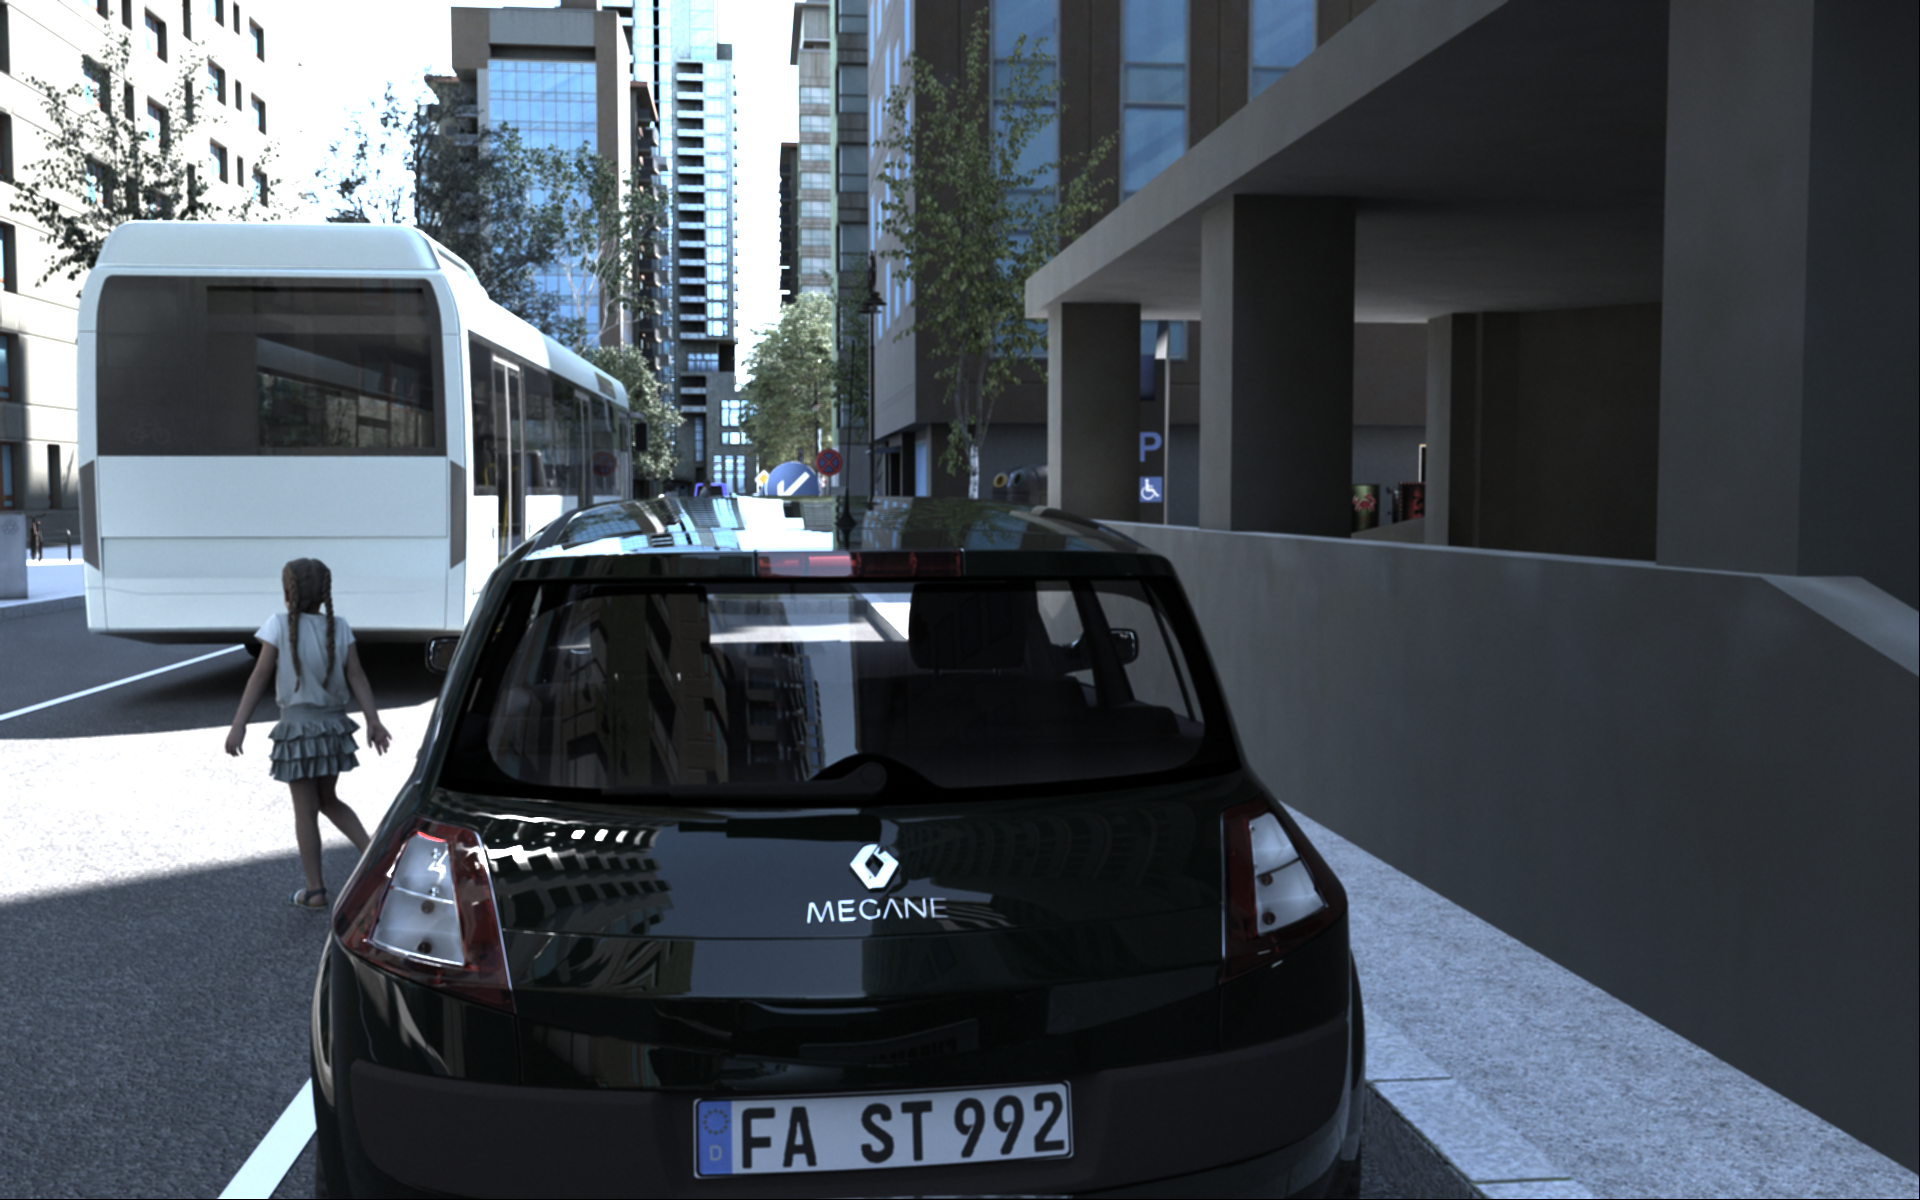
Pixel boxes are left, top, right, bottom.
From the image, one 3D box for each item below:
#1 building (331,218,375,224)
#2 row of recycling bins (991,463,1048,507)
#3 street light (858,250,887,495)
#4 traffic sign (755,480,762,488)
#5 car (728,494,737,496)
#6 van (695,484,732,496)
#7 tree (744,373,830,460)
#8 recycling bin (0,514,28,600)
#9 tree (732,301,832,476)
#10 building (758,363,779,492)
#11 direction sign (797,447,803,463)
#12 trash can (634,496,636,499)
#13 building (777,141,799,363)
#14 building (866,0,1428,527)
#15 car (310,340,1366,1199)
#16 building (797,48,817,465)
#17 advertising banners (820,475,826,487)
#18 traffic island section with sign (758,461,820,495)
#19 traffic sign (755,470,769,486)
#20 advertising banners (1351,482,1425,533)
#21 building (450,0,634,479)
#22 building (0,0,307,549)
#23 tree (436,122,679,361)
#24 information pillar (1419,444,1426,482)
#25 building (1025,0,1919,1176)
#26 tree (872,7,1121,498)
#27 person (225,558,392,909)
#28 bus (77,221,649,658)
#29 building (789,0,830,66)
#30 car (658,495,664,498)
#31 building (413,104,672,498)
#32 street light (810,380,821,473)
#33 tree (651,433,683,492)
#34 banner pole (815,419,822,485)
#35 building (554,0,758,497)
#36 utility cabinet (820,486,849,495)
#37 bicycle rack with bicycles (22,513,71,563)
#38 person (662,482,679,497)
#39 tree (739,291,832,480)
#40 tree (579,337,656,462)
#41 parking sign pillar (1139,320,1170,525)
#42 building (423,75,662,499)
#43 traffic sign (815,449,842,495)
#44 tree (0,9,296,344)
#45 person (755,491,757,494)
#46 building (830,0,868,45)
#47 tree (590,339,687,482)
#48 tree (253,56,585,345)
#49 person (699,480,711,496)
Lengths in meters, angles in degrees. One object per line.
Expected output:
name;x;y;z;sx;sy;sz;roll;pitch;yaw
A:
building;-86.333;-33.880;245.814;23.993;40.220;32.217;0;4;-7
row of recycling bins;1.045;-1.047;24.233;1.069;1.692;3.534;0;4;-4
street light;-1.669;-3.685;33.034;0.468;5.910;1.993;0;4;-7
traffic sign;-8.900;-4.578;78.498;0.795;2.450;0.064;0;4;-7
car;-18.805;-8.074;140.812;1.959;1.807;4.718;0;4;-8
van;-14.851;-6.079;103.773;2.240;2.365;5.245;0;4;-5
tree;-11.717;-11.658;125.016;8.767;10.594;7.601;0;4;7
recycling bin;-11.883;-0.530;21.226;0.722;1.027;0.722;-2;4;-35
tree;-10.280;-12.594;112.565;9.857;13.997;8.962;0;3;0
building;-15.000;-24.950;252.973;28.899;21.520;27.650;0;4;-7
direction sign;-7.769;-5.631;84.071;0.379;3.537;0.876;-1;4;-23
trash can;-28.037;-8.362;148.377;0.748;1.137;0.748;0;3;0
building;-11.210;-34.164;213.210;22.147;44.769;28.867;0;4;-7
building;5.149;-23.893;40.759;14.600;45.320;14.200;0;4;-7
car;-0.397;0.331;4.380;2.009;1.686;4.222;-1;4;-8
building;-8.236;-29.362;163.670;14.154;41.232;14.086;0;4;-7
advertising banners;-11.222;-8.367;132.983;2.074;3.025;0.090;0;4;-4
traffic island section with sign;-2.206;-0.797;21.651;1.989;1.847;2.006;0;4;-7
traffic sign;-7.970;-4.093;70.567;0.795;2.450;0.064;0;4;-7
advertising banners;5.918;-1.614;22.585;2.074;3.025;0.090;-1;4;-16
building;-37.534;-31.084;158.341;14.600;45.320;14.200;0;4;-7
building;-37.720;-12.596;50.976;28.899;21.520;27.650;0;4;-7
tree;-20.830;-14.239;88.701;12.611;20.169;13.585;0;3;0
information pillar;7.012;-1.296;25.679;0.304;2.012;0.304;-3;4;-36
building;17.162;-19.418;9.367;32.217;40.220;23.993;0;4;-7
tree;0.403;-4.712;27.399;4.737;8.622;4.395;0;3;0
person;-2.233;0.464;5.937;0.382;1.210;0.505;3;5;43
bus;-5.285;-1.437;18.353;2.948;3.499;13.247;0;4;-5
building;-3.509;-36.467;185.480;28.713;52.752;27.495;0;4;-7
car;-20.295;-6.613;120.488;2.083;1.381;4.827;0;4;-5
building;-51.267;-36.300;213.113;30.456;49.044;23.786;0;4;-7
street light;-5.848;-5.966;70.327;0.468;5.910;1.993;0;4;-7
tree;-33.937;-15.229;199.357;4.737;8.622;4.395;0;3;0
banner pole;-4.724;-4.155;57.958;0.401;3.779;0.863;-1;4;-18
building;-44.505;-57.018;244.912;31.000;86.520;22.319;0;4;-7
utility cabinet;-3.724;-2.560;50.531;0.318;1.500;1.173;2;4;34
bicycle rack with bicycles;-17.925;-1.155;32.267;2.852;0.926;2.925;-3;5;-43
person;-8.172;-2.458;49.041;0.532;1.782;0.716;3;5;44
tree;-8.640;-10.963;97.371;7.486;12.596;7.792;0;3;0
tree;-22.084;-10.353;103.691;8.767;10.594;7.601;1;4;14
parking sign pillar;2.662;-2.173;23.995;1.447;3.967;1.447;1;4;9
building;-42.677;-32.106;179.558;22.147;44.769;28.867;0;4;-7
traffic sign;-3.712;-2.991;49.003;0.768;2.556;0.104;0;4;-6
tree;-12.812;-4.719;27.526;4.360;8.622;3.978;0;3;0
person;-18.789;-9.124;158.205;0.750;1.759;0.617;1;4;14
building;2.226;-23.193;62.795;14.154;41.232;14.086;0;4;-7
tree;-25.197;-12.964;128.970;9.611;12.733;9.660;0;3;0
tree;-15.334;-8.423;48.093;12.009;13.543;11.850;0;3;0
person;-6.749;-2.287;46.014;0.853;1.813;0.709;-1;4;-15
